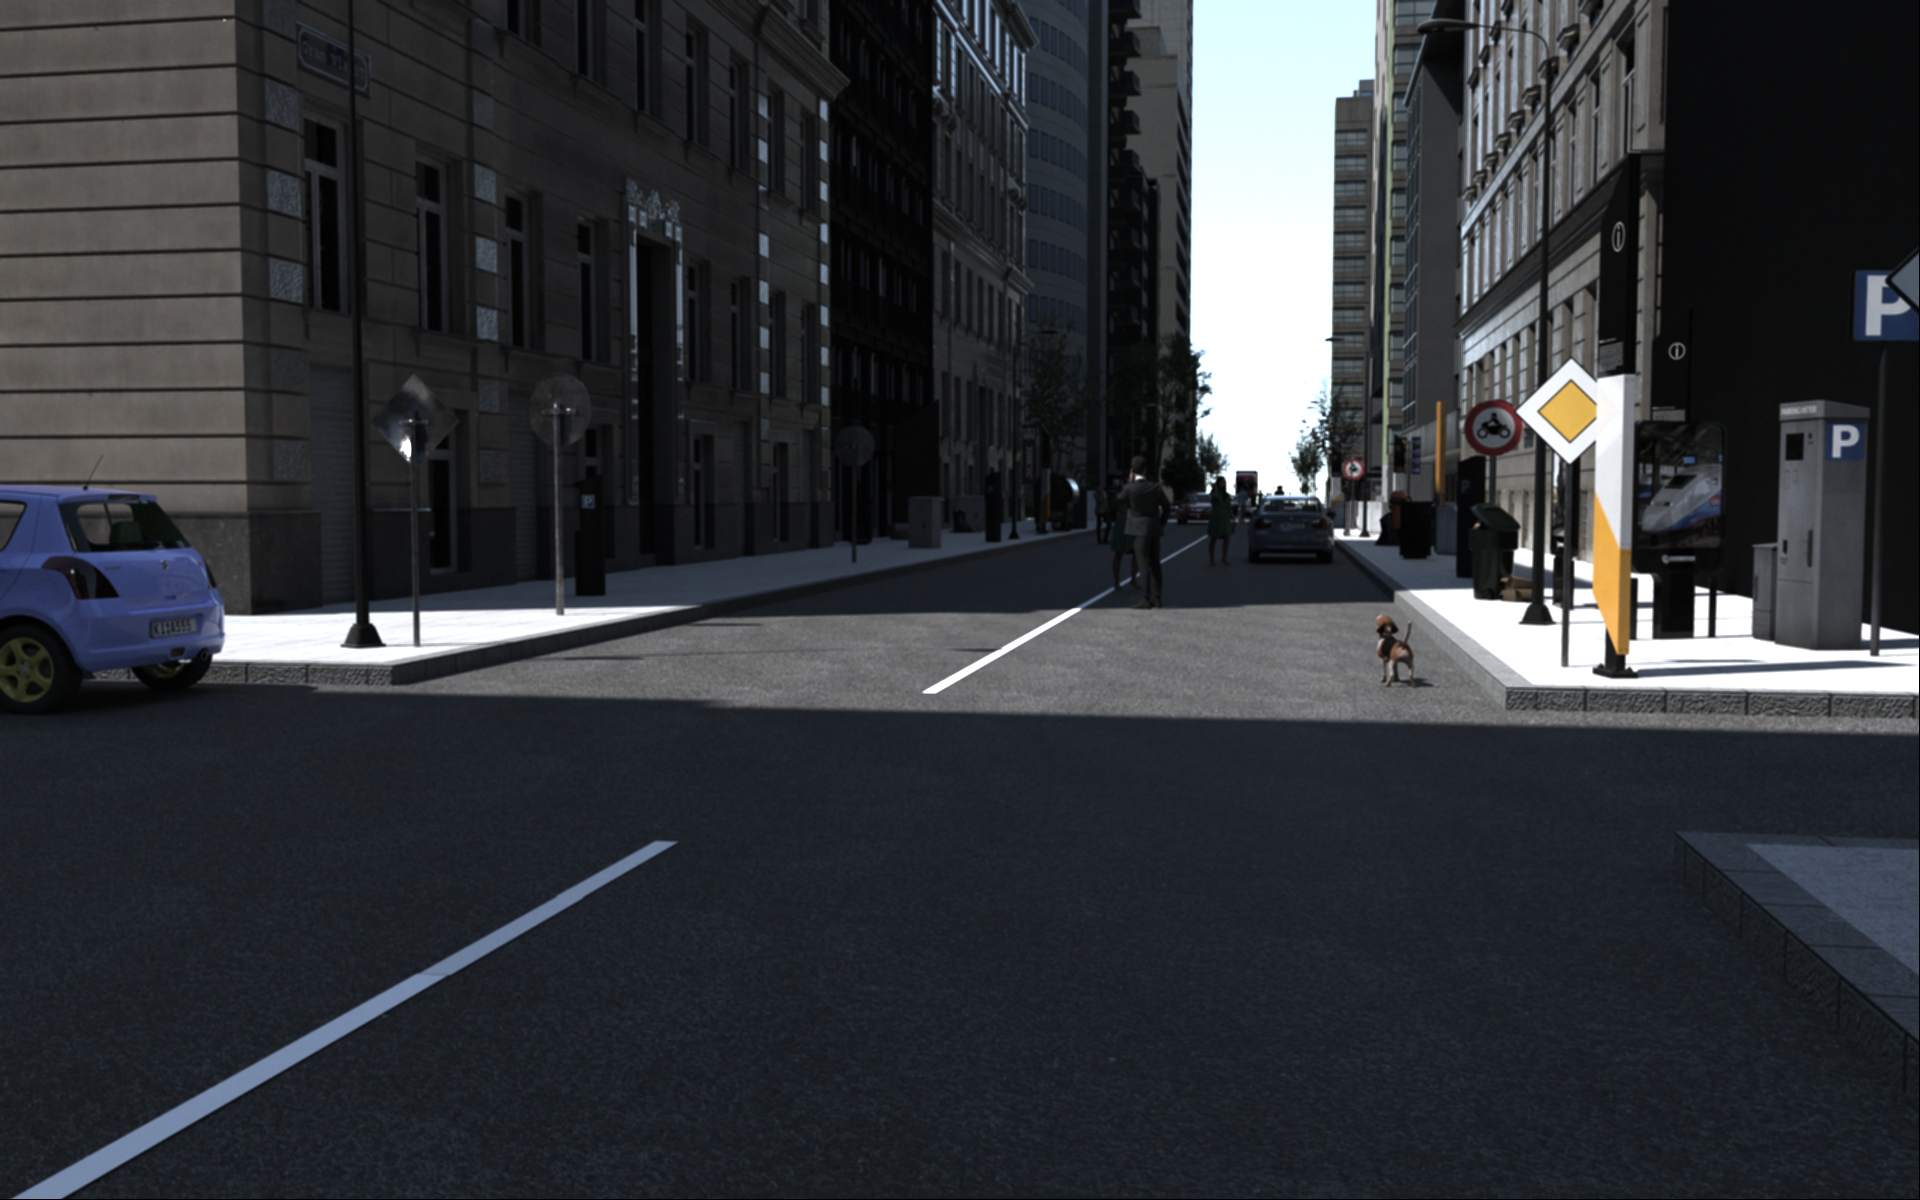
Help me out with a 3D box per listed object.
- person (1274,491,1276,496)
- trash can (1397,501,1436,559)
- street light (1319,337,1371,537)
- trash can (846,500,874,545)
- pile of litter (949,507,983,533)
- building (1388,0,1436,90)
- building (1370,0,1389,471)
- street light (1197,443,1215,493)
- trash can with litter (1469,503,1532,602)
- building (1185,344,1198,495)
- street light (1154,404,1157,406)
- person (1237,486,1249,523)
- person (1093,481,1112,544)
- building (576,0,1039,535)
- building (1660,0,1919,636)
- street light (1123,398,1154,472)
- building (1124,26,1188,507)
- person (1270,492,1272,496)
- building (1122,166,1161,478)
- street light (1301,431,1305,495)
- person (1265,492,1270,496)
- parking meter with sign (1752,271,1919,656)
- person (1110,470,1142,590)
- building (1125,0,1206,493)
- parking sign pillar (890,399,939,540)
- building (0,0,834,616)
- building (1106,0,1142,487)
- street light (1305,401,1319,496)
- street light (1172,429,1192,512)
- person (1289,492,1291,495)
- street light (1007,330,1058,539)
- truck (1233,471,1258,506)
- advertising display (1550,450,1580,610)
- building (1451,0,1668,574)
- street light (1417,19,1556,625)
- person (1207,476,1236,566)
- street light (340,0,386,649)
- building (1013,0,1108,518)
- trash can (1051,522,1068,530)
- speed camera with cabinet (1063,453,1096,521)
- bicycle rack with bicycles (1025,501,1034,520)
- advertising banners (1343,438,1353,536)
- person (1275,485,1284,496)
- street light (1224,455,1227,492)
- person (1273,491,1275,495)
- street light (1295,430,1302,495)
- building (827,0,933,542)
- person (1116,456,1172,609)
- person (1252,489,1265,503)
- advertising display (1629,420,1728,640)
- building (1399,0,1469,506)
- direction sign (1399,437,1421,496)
[{"bbox_3d":[33.788,-10.802,185.823,0.721,1.736,1.217,1,4,20],"label":"person"},{"bbox_3d":[9.042,-1.390,34.372,0.748,1.137,0.748,0,3,0],"label":"trash can"},{"bbox_3d":[11.493,-4.823,51.390,1.470,5.913,1.316,1,4,10],"label":"street light"},{"bbox_3d":[-2.540,-1.973,43.911,0.748,1.137,0.748,0,3,0],"label":"trash can"},{"bbox_3d":[0.200,-2.697,58.062,1.176,0.858,1.719,0,4,3],"label":"pile of litter"},{"bbox_3d":[31.235,-25.338,97.863,14.154,41.232,14.086,1,4,10],"label":"building"},{"bbox_3d":[42.279,-32.267,116.802,28.713,52.752,27.495,1,4,10],"label":"building"},{"bbox_3d":[22.334,-11.370,158.443,1.470,5.913,1.316,1,4,10],"label":"street light"},{"bbox_3d":[6.643,-0.584,20.936,0.624,1.170,1.055,-1,4,-22],"label":"trash can with litter"},{"bbox_3d":[14.532,-22.449,212.088,27.650,21.520,28.899,1,4,10],"label":"building"},{"bbox_3d":[9.487,-7.161,89.629,1.470,5.913,1.316,1,4,10],"label":"street light"},{"bbox_3d":[13.981,-4.744,85.927,0.748,1.841,0.638,-3,5,-39],"label":"person"},{"bbox_3d":[4.114,-2.517,49.834,0.592,1.802,0.473,-2,4,-31],"label":"person"},{"bbox_3d":[-4.652,-16.728,70.767,12.463,27.353,25.104,1,4,10],"label":"building"},{"bbox_3d":[17.402,-11.557,18.636,15.834,23.373,12.332,1,4,10],"label":"building"},{"bbox_3d":[8.457,-6.797,83.669,1.470,5.913,1.316,1,4,10],"label":"street light"},{"bbox_3d":[13.083,-34.385,185.901,21.300,48.544,21.600,1,4,10],"label":"building"},{"bbox_3d":[41.231,-13.555,230.648,0.617,1.759,0.750,-3,5,-40],"label":"person"},{"bbox_3d":[10.167,-23.332,153.182,14.160,30.474,14.107,1,4,10],"label":"building"},{"bbox_3d":[19.039,-7.306,91.989,1.470,5.913,1.316,1,4,10],"label":"street light"},{"bbox_3d":[36.566,-12.055,206.304,0.721,1.736,1.217,-2,4,-32],"label":"person"},{"bbox_3d":[7.209,-1.112,14.443,0.543,3.016,1.738,0,4,-2],"label":"parking meter with sign"},{"bbox_3d":[2.513,-1.053,25.959,0.600,1.795,0.529,-2,4,-34],"label":"person"},{"bbox_3d":[23.003,-48.678,234.136,20.563,71.187,20.611,1,4,10],"label":"building"},{"bbox_3d":[-1.264,-3.704,49.027,1.447,3.967,1.447,-1,4,-16],"label":"parking sign pillar"},{"bbox_3d":[-10.804,-14.255,30.327,12.463,27.353,25.104,1,4,10],"label":"building"},{"bbox_3d":[2.136,-29.223,132.416,22.147,44.769,28.867,1,4,10],"label":"building"},{"bbox_3d":[18.097,-6.961,86.355,1.470,5.913,1.316,1,4,10],"label":"street light"},{"bbox_3d":[15.893,-9.270,124.105,1.470,5.913,1.316,1,4,10],"label":"street light"},{"bbox_3d":[36.969,-11.323,194.436,0.445,1.727,0.742,0,4,-8],"label":"person"},{"bbox_3d":[2.071,-4.685,49.134,1.470,5.913,1.316,1,4,10],"label":"street light"},{"bbox_3d":[34.511,-13.436,208.599,2.839,4.237,11.283,1,4,11],"label":"truck"},{"bbox_3d":[6.822,-0.877,19.545,0.123,1.923,0.974,0,4,8],"label":"advertising display"},{"bbox_3d":[20.579,-12.627,39.741,16.112,22.955,30.059,1,4,10],"label":"building"},{"bbox_3d":[5.171,-2.721,17.030,1.470,5.913,1.316,1,4,10],"label":"street light"},{"bbox_3d":[5.210,-1.587,34.696,0.600,1.795,0.529,-2,4,-27],"label":"person"},{"bbox_3d":[-4.486,-2.553,14.276,1.470,5.913,1.316,1,4,10],"label":"street light"},{"bbox_3d":[-2.985,-34.368,103.913,21.231,58.520,28.212,1,4,10],"label":"building"},{"bbox_3d":[3.533,-3.035,61.270,0.748,1.137,0.748,0,3,0],"label":"trash can"},{"bbox_3d":[5.550,-5.467,83.722,2.038,3.252,0.660,-1,4,-22],"label":"speed camera with cabinet"},{"bbox_3d":[3.752,-4.502,86.991,2.852,0.926,2.925,-1,4,-12],"label":"bicycle rack with bicycles"},{"bbox_3d":[12.052,-3.515,53.659,0.090,3.025,2.074,1,4,19],"label":"advertising banners"},{"bbox_3d":[14.269,-4.212,77.341,0.573,1.828,0.580,-1,4,-22],"label":"person"},{"bbox_3d":[31.325,-14.373,207.545,1.470,5.913,1.316,1,4,10],"label":"street light"},{"bbox_3d":[43.170,-14.004,237.455,1.348,1.826,0.705,2,4,30],"label":"person"},{"bbox_3d":[25.340,-9.411,126.416,1.470,5.913,1.316,1,4,10],"label":"street light"},{"bbox_3d":[-8.382,-13.523,50.778,12.332,23.373,15.834,1,4,10],"label":"building"},{"bbox_3d":[2.283,-0.844,21.663,0.648,1.900,0.474,-2,4,-29],"label":"person"},{"bbox_3d":[24.692,-8.194,142.477,1.348,1.824,0.705,2,4,29],"label":"person"},{"bbox_3d":[6.326,-0.617,15.306,0.974,1.923,0.123,-1,4,-18],"label":"advertising display"},{"bbox_3d":[25.951,-15.299,69.207,14.314,24.678,30.058,1,4,10],"label":"building"},{"bbox_3d":[17.839,-4.700,68.847,0.876,3.537,0.379,1,4,20],"label":"direction sign"}]
